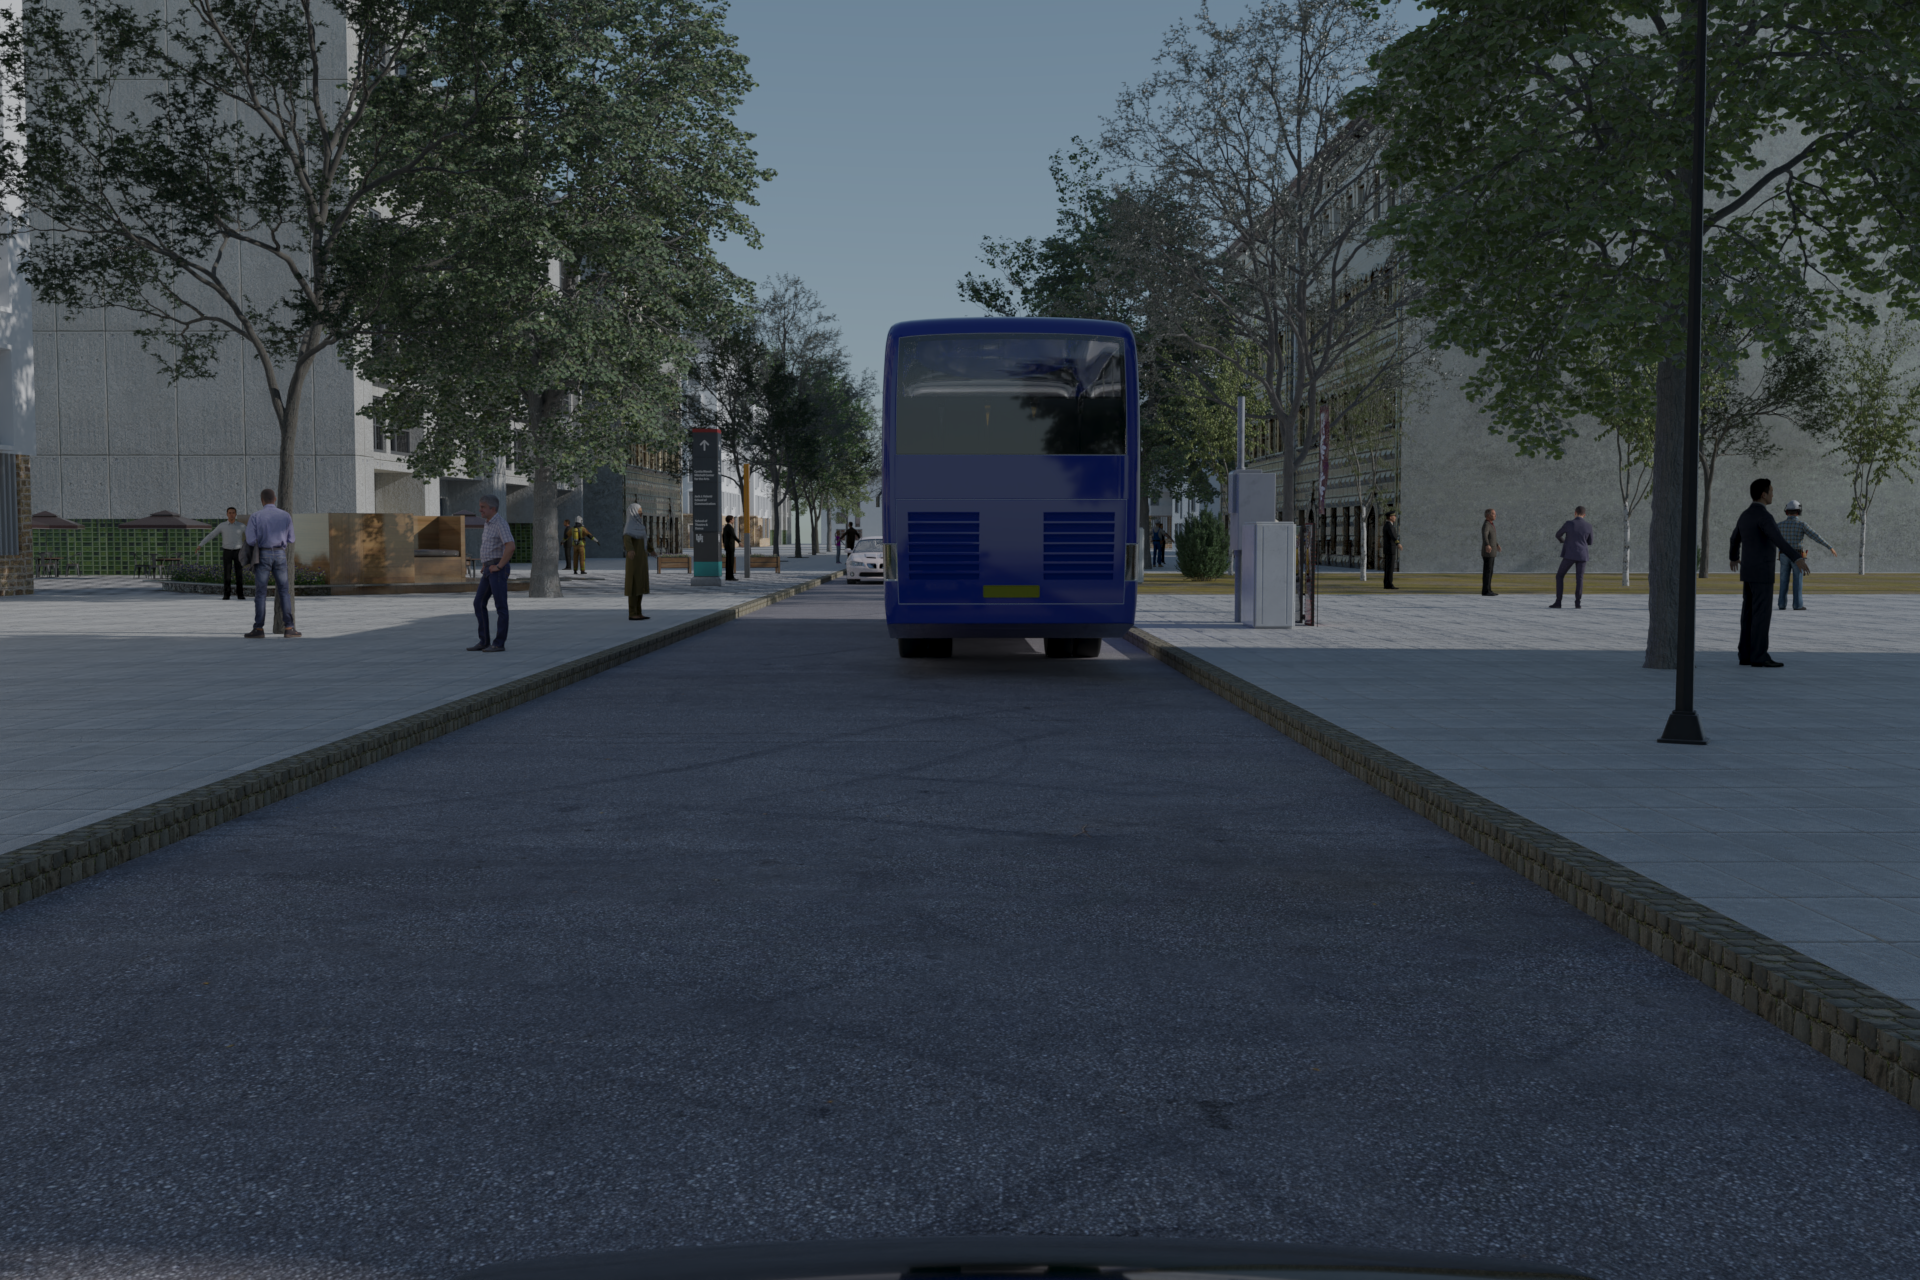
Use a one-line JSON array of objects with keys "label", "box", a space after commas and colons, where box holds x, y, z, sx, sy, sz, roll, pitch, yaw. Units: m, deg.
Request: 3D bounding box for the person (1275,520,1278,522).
[{"label": "person", "box": [5.021, -1.362, 28.354, 0.704, 1.819, 1.344, 3, 5, 41]}]

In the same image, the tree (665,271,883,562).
[{"label": "tree", "box": [-8.420, -10.386, 80.186, 12.009, 13.543, 11.850, 0, 3, 0]}]

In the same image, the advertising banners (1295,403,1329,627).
[{"label": "advertising banners", "box": [4.903, -1.716, 24.239, 0.090, 3.025, 2.074, 0, 4, -1]}]

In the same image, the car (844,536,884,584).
[{"label": "car", "box": [-2.342, -2.366, 51.051, 2.083, 1.381, 4.827, 0, 4, -1]}]

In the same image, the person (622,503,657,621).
[{"label": "person", "box": [-4.749, -1.165, 25.823, 0.721, 1.736, 1.217, 0, 4, 6]}]

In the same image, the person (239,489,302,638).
[{"label": "person", "box": [-8.563, -0.951, 21.459, 0.709, 1.838, 0.599, -2, 4, -34]}]

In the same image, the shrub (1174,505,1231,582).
[{"label": "shrub", "box": [6.596, -2.625, 46.965, 1.661, 2.075, 1.752, 0, 3, 0]}]

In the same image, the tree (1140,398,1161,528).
[{"label": "tree", "box": [6.854, -7.569, 74.109, 4.360, 8.622, 3.978, 0, 3, 0]}]

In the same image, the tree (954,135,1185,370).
[{"label": "tree", "box": [5.449, -14.036, 85.383, 12.611, 20.169, 13.585, 0, 3, 0]}]

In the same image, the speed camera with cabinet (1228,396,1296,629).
[{"label": "speed camera with cabinet", "box": [4.242, -1.834, 24.325, 0.660, 3.252, 2.038, 0, 4, -1]}]

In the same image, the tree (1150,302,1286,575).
[{"label": "tree", "box": [8.214, -6.309, 53.521, 4.737, 8.622, 4.395, 0, 3, 0]}]

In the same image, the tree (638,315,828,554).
[{"label": "tree", "box": [-8.605, -8.204, 68.545, 7.601, 10.594, 8.767, 2, 4, 33]}]

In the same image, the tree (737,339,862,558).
[{"label": "tree", "box": [-8.822, -10.199, 92.505, 9.928, 11.665, 9.643, 0, 3, 0]}]

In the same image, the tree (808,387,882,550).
[{"label": "tree", "box": [-9.186, -14.024, 139.656, 12.009, 13.543, 11.850, 0, 3, 0]}]

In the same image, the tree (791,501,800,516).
[{"label": "tree", "box": [-23.669, -17.367, 234.319, 4.737, 8.622, 4.395, 0, 3, 0]}]

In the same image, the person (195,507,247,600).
[{"label": "person", "box": [-14.193, -1.691, 33.800, 1.344, 1.810, 0.704, -2, 4, -24]}]

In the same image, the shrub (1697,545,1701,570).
[{"label": "shrub", "box": [22.614, -2.623, 54.002, 1.383, 1.207, 1.383, 0, 3, 0]}]

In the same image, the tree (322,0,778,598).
[{"label": "tree", "box": [-8.516, -7.838, 34.809, 9.857, 13.997, 8.962, 0, 3, 0]}]

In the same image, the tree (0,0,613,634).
[{"label": "tree", "box": [-8.652, -5.335, 21.634, 8.767, 10.594, 7.601, -1, 4, -12]}]

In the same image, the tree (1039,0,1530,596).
[{"label": "tree", "box": [6.955, -7.687, 36.061, 12.009, 13.543, 11.850, 0, 3, 0]}]

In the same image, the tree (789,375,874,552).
[{"label": "tree", "box": [-9.777, -12.590, 123.965, 7.486, 12.596, 7.792, 0, 3, 0]}]

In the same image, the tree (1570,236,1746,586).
[{"label": "tree", "box": [16.550, -5.625, 42.330, 4.737, 8.622, 4.395, 0, 3, 0]}]

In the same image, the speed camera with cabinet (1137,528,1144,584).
[{"label": "speed camera with cabinet", "box": [4.461, -3.137, 45.633, 0.660, 3.252, 2.038, 0, 4, 0]}]

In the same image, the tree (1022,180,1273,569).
[{"label": "tree", "box": [6.779, -9.554, 62.867, 9.857, 13.997, 8.962, 0, 3, 0]}]

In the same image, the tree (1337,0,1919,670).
[{"label": "tree", "box": [6.859, -5.974, 15.803, 7.486, 12.596, 7.792, 0, 3, 0]}]

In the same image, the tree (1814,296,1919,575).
[{"label": "tree", "box": [28.822, -6.381, 54.685, 4.737, 8.622, 4.395, 0, 3, 0]}]

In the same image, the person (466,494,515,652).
[{"label": "person", "box": [-5.111, -0.724, 18.826, 0.436, 1.711, 0.756, -2, 4, -27]}]

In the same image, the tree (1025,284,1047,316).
[{"label": "tree", "box": [5.610, -16.794, 130.472, 12.611, 20.169, 13.585, 0, 3, 0]}]

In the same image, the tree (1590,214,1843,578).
[{"label": "tree", "box": [21.955, -7.075, 50.092, 7.601, 10.594, 8.767, -1, 4, -13]}]

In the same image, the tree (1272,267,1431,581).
[{"label": "tree", "box": [11.240, -5.931, 47.327, 4.360, 8.622, 3.978, 0, 3, 0]}]

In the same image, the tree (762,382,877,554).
[{"label": "tree", "box": [-9.366, -11.515, 114.018, 9.928, 11.665, 9.643, 0, 3, 0]}]

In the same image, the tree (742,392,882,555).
[{"label": "tree", "box": [-8.892, -10.426, 104.879, 8.767, 10.594, 7.601, -1, 4, -14]}]
